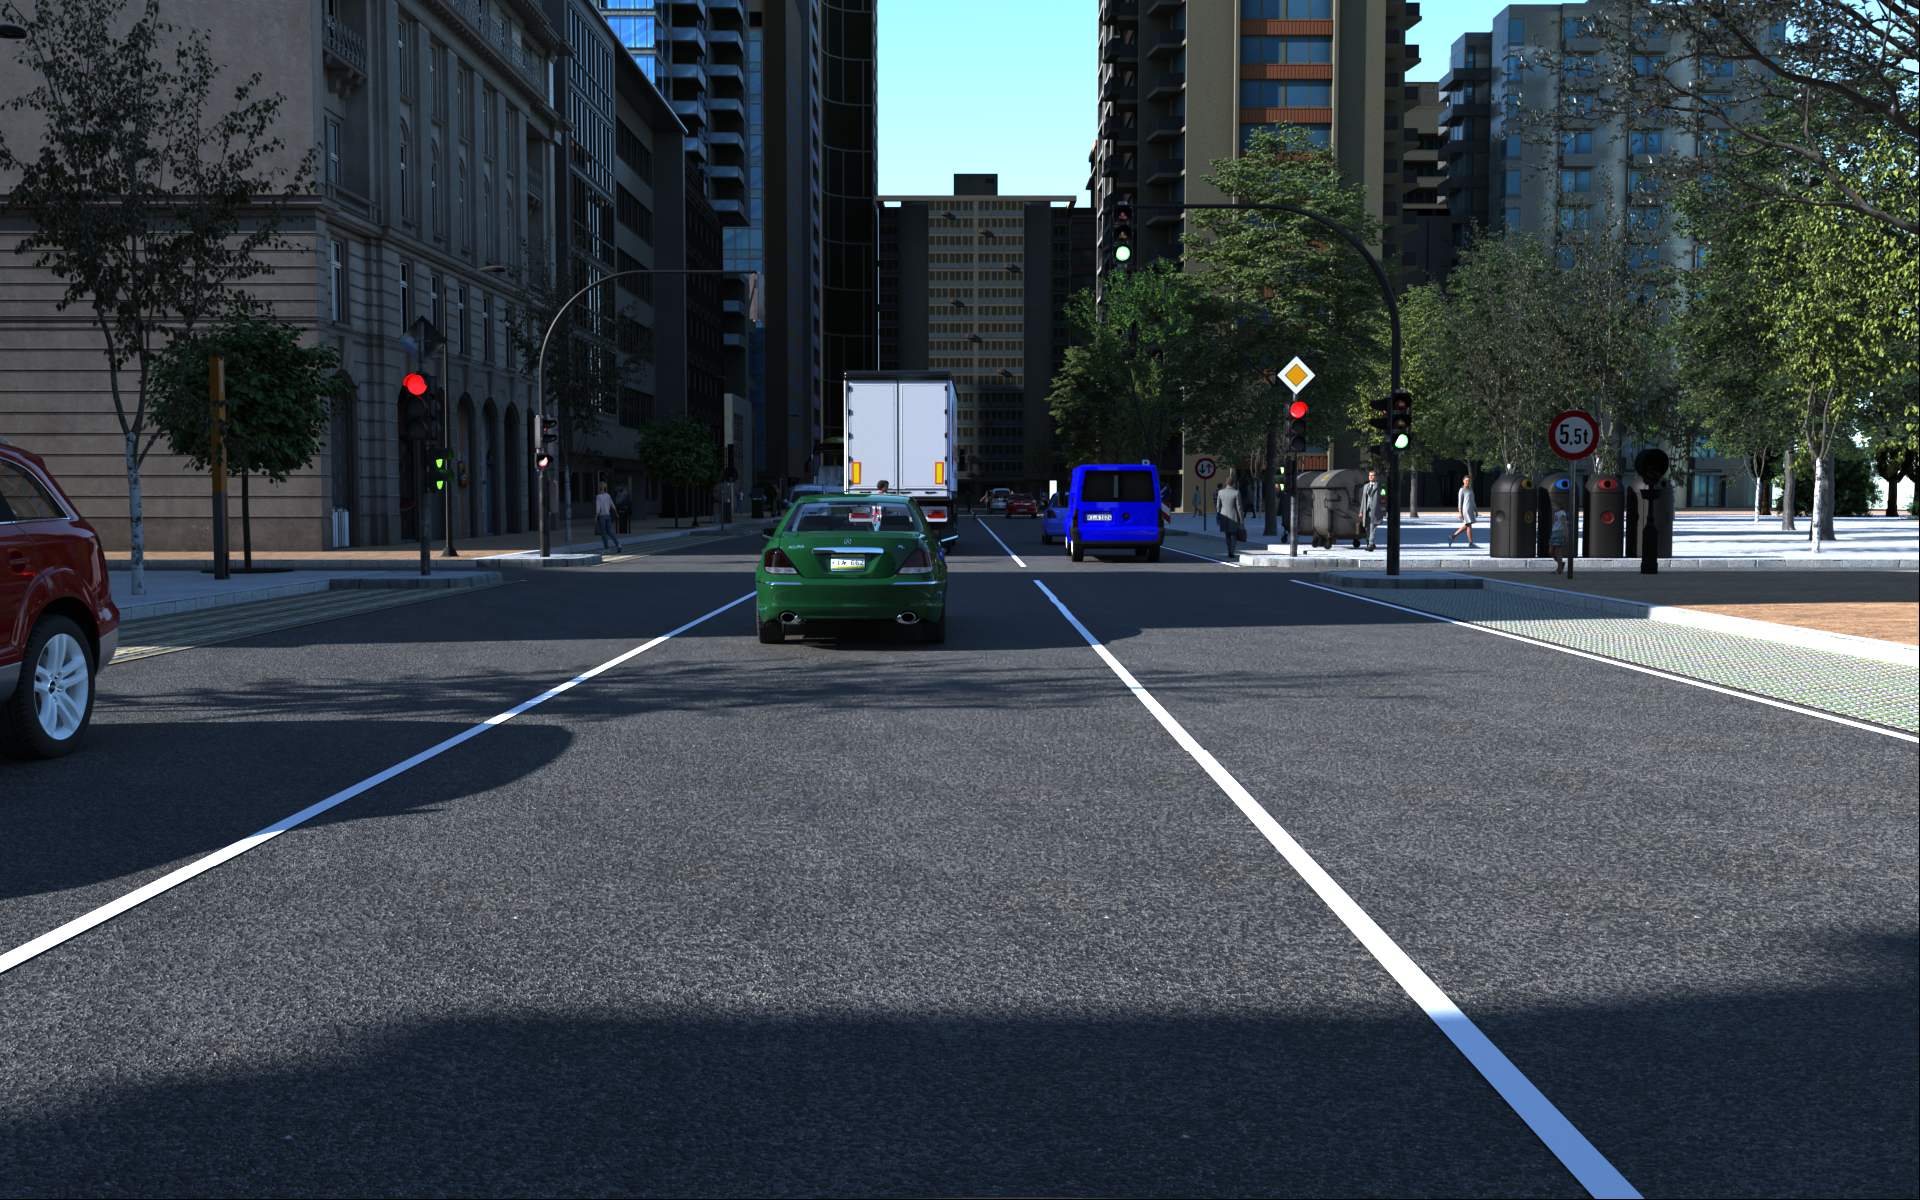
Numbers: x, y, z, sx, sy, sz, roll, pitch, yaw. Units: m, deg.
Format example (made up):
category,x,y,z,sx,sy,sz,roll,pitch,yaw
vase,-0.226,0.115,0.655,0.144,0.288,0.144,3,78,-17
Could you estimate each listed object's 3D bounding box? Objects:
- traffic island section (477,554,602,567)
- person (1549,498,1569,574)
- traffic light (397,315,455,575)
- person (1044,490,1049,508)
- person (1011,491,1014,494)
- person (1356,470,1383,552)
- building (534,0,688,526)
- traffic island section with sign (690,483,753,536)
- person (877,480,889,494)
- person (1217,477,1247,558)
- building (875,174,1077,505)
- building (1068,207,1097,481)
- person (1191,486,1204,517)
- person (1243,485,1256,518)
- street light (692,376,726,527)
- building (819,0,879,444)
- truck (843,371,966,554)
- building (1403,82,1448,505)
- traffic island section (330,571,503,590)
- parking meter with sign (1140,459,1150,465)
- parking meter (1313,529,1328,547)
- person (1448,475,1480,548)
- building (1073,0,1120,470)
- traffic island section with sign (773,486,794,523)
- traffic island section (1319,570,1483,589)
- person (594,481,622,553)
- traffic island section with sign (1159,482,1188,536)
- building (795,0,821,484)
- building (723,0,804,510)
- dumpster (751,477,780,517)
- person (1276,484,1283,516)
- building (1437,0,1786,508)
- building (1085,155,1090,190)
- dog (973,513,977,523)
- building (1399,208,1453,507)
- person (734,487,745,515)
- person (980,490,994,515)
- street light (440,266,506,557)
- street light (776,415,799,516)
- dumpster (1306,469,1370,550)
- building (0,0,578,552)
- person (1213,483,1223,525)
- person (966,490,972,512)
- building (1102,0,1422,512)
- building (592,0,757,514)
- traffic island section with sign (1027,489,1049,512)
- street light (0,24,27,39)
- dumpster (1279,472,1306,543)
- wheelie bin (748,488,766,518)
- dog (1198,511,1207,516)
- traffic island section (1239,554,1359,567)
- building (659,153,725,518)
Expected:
category,x,y,z,sx,sy,sz,roll,pitch,yaw
traffic island section,-8.495,-0.802,35.388,2.009,0.180,2.903,0,4,0
person,9.633,-1.016,27.673,0.382,1.210,0.505,0,4,-5
traffic light,-8.433,-2.345,27.269,0.839,4.253,0.868,0,4,0
person,6.263,-7.229,127.488,0.721,1.735,1.217,0,4,7
person,5.075,-9.665,167.192,0.621,1.740,0.551,0,4,2
person,9.197,-1.996,38.785,0.767,1.812,0.694,-3,5,-45
building,-21.288,-15.745,76.495,14.314,24.678,30.058,0,4,0
traffic island section with sign,-8.233,-3.142,60.000,1.989,1.847,2.006,0,4,0
person,-1.692,-1.626,35.928,0.643,1.720,0.563,-1,4,-16
person,6.098,-1.845,38.773,0.694,1.812,0.767,2,4,34
building,1.853,-31.854,212.697,23.993,40.220,32.217,0,4,0
building,17.919,-24.759,176.507,14.160,30.474,14.107,0,4,0
person,13.190,-5.456,95.991,0.760,1.731,0.466,1,4,22
person,15.373,-5.253,92.321,0.834,1.777,0.661,1,4,21
street light,-9.931,-5.862,68.388,1.470,5.913,1.316,0,4,0
building,-20.433,-46.968,206.178,20.611,71.187,20.563,0,4,0
truck,-1.331,-3.428,44.960,2.839,4.237,11.283,0,4,1
building,53.531,-35.706,207.495,21.600,48.544,21.300,0,4,0
traffic island section,-8.473,-0.313,27.403,2.009,0.180,2.903,0,4,0
parking meter with sign,9.174,-5.547,86.949,0.543,3.016,1.738,0,4,-3
parking meter,8.795,-2.066,42.184,0.372,1.533,0.369,0,3,0
person,12.014,-2.107,41.239,0.760,1.731,0.466,1,4,21
building,21.349,-44.014,157.879,20.563,71.187,20.611,0,4,0
traffic island section with sign,-8.314,-4.791,86.955,1.989,1.847,2.006,0,4,0
traffic island section,6.868,-0.316,27.441,2.009,0.180,2.903,0,4,0
person,-8.481,-2.009,42.024,0.598,1.740,0.731,1,4,18
traffic island section with sign,6.776,-3.144,60.025,1.989,1.847,2.006,0,4,0
building,-28.268,-38.518,171.762,28.212,58.520,21.231,0,4,0
building,-21.007,-30.459,148.110,14.600,45.320,14.200,0,4,0
dumpster,-10.762,-5.692,95.555,1.502,2.255,1.985,0,3,0
person,12.925,-3.810,68.548,1.509,1.804,0.699,3,4,37
building,63.566,-33.732,171.129,30.456,49.044,23.786,0,4,0
building,28.298,-33.811,207.431,28.867,44.769,22.147,0,4,0
dog,0.745,-4.082,86.030,0.406,0.507,0.540,-3,4,-37
building,41.270,-24.791,177.028,14.107,30.474,14.160,0,4,0
person,-13.544,-6.095,106.531,0.643,1.720,0.563,3,4,38
person,1.849,-6.592,117.002,1.217,1.735,0.721,-3,5,-42
street light,-9.947,-3.846,35.417,1.470,5.913,1.316,0,4,0
street light,-10.067,-7.868,101.185,1.470,5.913,1.316,0,4,0
dumpster,9.003,-2.134,40.653,1.264,1.857,1.865,0,4,0
building,-20.071,-12.697,49.402,13.314,21.916,24.055,0,4,0
person,10.569,-3.898,70.612,0.563,1.720,0.643,2,4,34
person,0.684,-7.689,135.130,0.541,1.710,0.530,-2,4,-30
building,22.512,-29.319,133.995,22.147,44.769,28.867,0,4,0
building,-25.767,-49.624,124.023,22.319,86.520,31.000,0,4,0
traffic island section with sign,6.580,-7.863,137.180,1.989,1.847,2.006,0,4,0
street light,-9.933,-2.737,17.292,1.470,5.913,1.316,0,4,0
dumpster,8.959,-2.361,44.364,1.264,1.857,1.865,0,3,0
wheelie bin,-10.695,-5.106,91.398,0.980,1.594,0.693,0,4,-1
dog,14.346,-5.173,102.319,0.748,0.427,0.550,-1,4,-8
traffic island section,6.846,-0.804,35.426,2.009,0.180,2.903,0,4,0
building,-20.778,-16.499,99.439,12.332,23.373,15.834,0,4,0
